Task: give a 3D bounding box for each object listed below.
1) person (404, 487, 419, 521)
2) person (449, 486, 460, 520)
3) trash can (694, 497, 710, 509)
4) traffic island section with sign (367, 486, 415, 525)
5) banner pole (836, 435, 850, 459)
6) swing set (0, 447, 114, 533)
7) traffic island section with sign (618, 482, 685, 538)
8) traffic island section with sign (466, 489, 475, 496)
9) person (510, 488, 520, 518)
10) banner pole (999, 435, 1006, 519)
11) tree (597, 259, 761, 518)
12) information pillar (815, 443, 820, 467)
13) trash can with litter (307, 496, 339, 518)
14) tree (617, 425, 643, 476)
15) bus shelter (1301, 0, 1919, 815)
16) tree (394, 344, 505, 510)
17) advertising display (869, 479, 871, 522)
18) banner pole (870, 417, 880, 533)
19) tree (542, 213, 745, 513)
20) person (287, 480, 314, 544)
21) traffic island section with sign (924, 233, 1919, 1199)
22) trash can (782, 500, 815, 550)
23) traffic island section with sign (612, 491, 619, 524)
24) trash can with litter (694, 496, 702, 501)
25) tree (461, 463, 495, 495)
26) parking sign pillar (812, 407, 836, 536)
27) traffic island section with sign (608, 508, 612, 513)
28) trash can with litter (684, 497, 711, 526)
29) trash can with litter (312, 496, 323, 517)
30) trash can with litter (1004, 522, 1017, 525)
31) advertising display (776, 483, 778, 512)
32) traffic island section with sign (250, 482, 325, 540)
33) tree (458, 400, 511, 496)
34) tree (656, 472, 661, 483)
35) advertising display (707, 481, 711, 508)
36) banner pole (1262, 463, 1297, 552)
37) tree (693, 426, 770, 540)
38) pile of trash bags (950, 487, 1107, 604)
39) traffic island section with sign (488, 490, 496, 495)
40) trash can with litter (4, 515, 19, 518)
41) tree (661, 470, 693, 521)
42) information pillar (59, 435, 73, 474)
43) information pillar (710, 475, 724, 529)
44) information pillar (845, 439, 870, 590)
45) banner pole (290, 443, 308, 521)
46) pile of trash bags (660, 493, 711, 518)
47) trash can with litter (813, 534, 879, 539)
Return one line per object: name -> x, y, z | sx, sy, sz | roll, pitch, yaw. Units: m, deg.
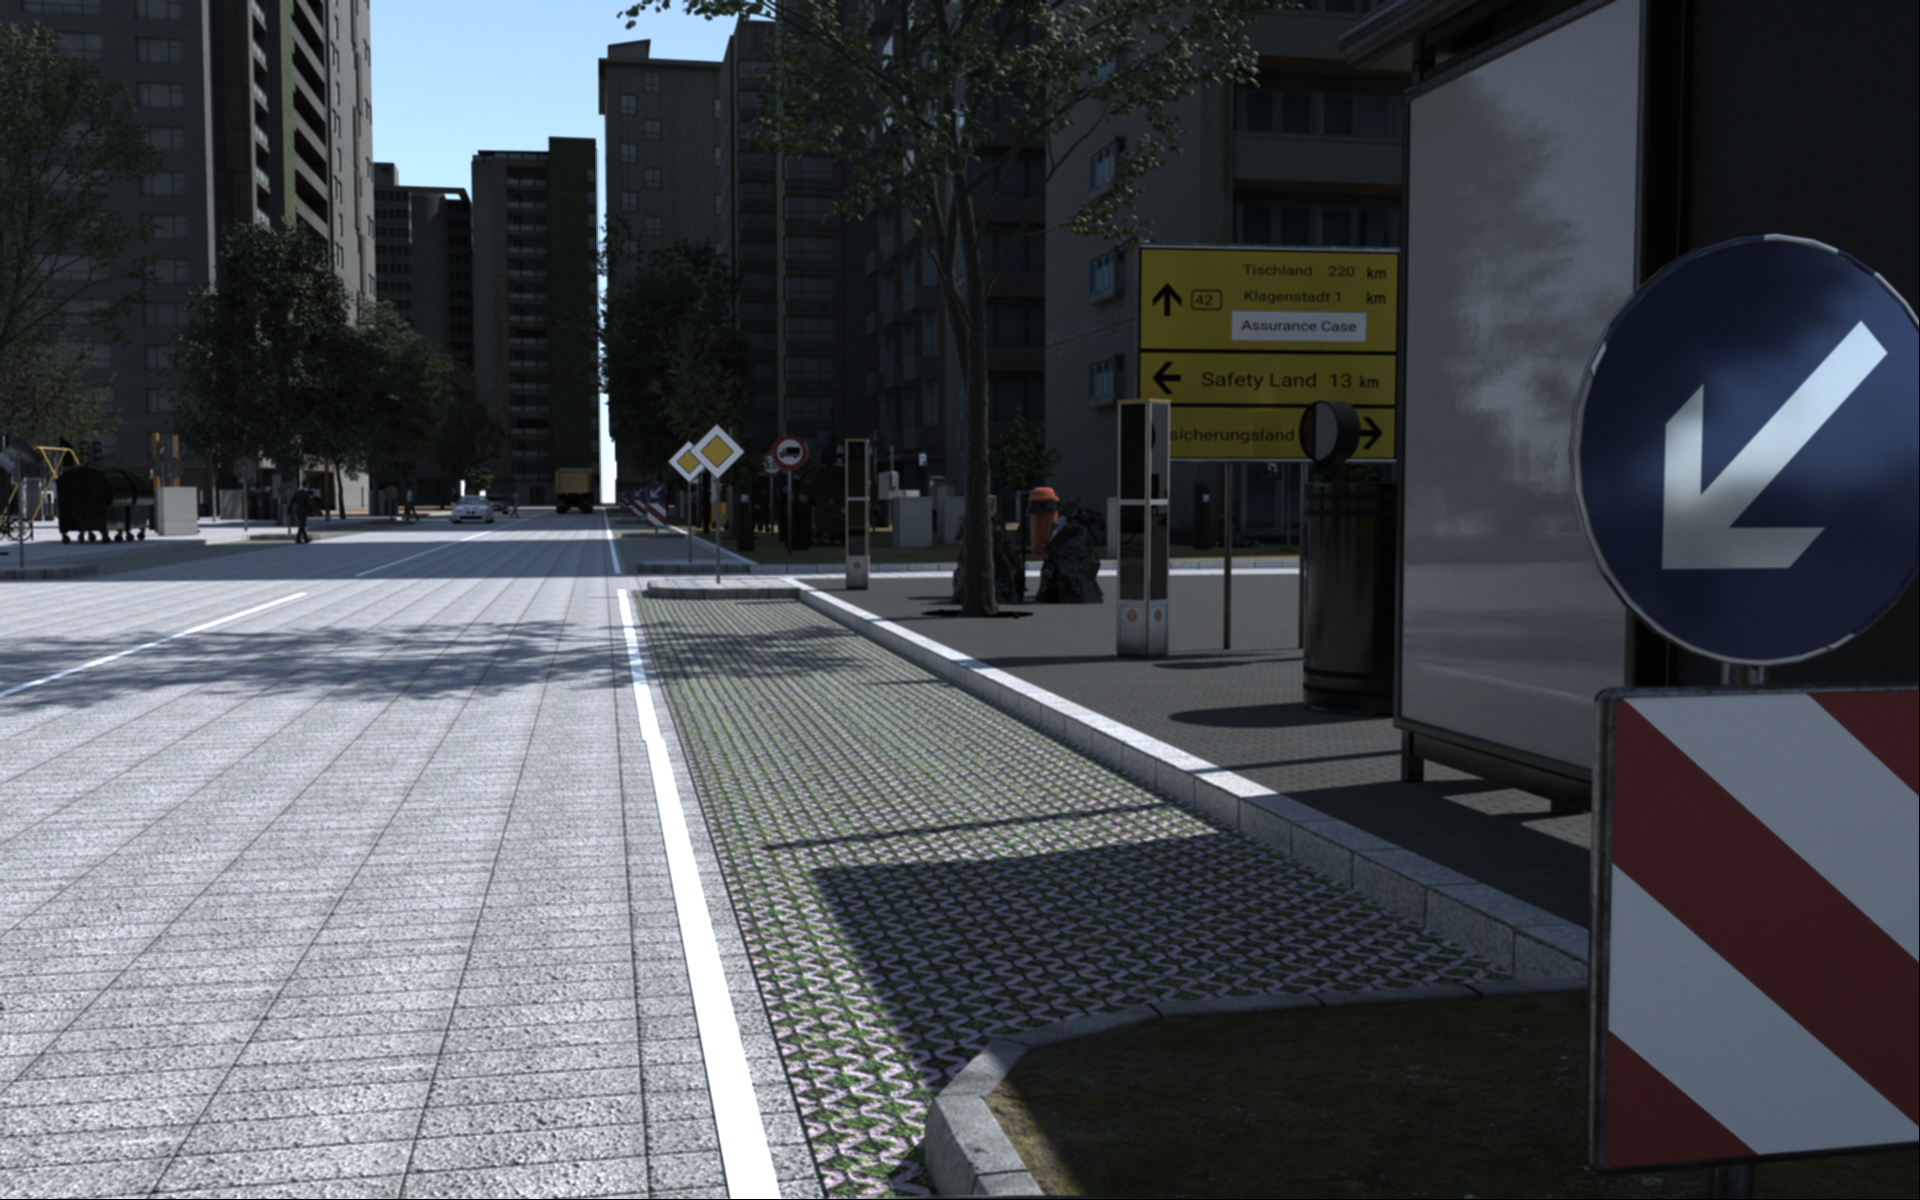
person -> -28.910, -5.058, 91.297 | 0.850, 1.850, 0.679 | 1, 4, 16
person -> -26.997, -5.155, 92.566 | 0.755, 1.850, 0.659 | -2, 4, -32
trash can -> -11.538, -4.027, 77.489 | 0.748, 1.137, 0.748 | 0, 3, 0
traffic island section with sign -> -26.670, -4.444, 81.281 | 1.989, 1.847, 2.006 | -1, 4, -12
banner pole -> -4.962, -5.111, 73.576 | 0.863, 3.779, 0.401 | 0, 4, 0
swing set -> -30.526, -3.711, 58.300 | 2.862, 2.851, 3.119 | -1, 4, -9
traffic island section with sign -> -10.093, -2.948, 56.833 | 1.989, 1.847, 2.006 | -1, 4, -12
traffic island section with sign -> -36.932, -7.474, 130.825 | 1.989, 1.847, 2.006 | -1, 4, -12
person -> -26.697, -5.816, 103.693 | 0.778, 1.811, 0.616 | 2, 4, 31
banner pole -> 1.943, -5.136, 73.986 | 0.863, 3.779, 0.401 | -1, 4, -8
tree -> -15.142, -11.442, 93.731 | 9.857, 13.997, 8.962 | 0, 3, 0
information pillar -> -6.026, -5.081, 74.434 | 0.504, 3.616, 0.183 | 3, 5, 43
trash can with litter -> -34.728, -5.036, 93.403 | 2.233, 1.210, 1.678 | -1, 4, -10
tree -> -27.962, -12.428, 153.556 | 4.737, 8.622, 4.395 | 0, 3, 0
bus shelter -> 3.046, -1.756, 6.335 | 2.179, 5.291, 8.768 | -1, 4, -12
tree -> -42.436, -14.152, 141.750 | 12.009, 13.543, 11.850 | 0, 3, 0
advertising display -> -3.862, -4.169, 73.370 | 0.123, 1.923, 0.974 | 0, 4, 1
banner pole -> -2.765, -4.052, 56.260 | 0.401, 3.779, 0.863 | -1, 4, -12
tree -> -21.380, -16.047, 118.261 | 12.611, 20.169, 13.585 | 0, 3, 0
person -> -19.032, -2.567, 50.250 | 0.659, 1.850, 0.755 | 2, 4, 27
traffic island section with sign -> 0.984, 0.319, 3.406 | 1.989, 1.847, 2.006 | -1, 4, -12
trash can -> -3.694, -1.708, 39.578 | 0.748, 1.137, 0.748 | 0, 3, 0
traffic island section with sign -> -15.560, -4.563, 83.230 | 1.989, 1.847, 2.006 | -1, 4, -12
trash can with litter -> -12.400, -4.523, 85.014 | 2.233, 1.210, 1.678 | 0, 4, -5
tree -> -49.127, -11.799, 176.623 | 4.285, 4.588, 4.351 | 0, 3, 0
parking sign pillar -> -4.013, -3.946, 52.989 | 1.447, 3.967, 1.447 | 0, 4, -7
traffic island section with sign -> -25.721, -7.561, 132.247 | 1.989, 1.847, 2.006 | -1, 4, -12
trash can with litter -> -10.438, -3.519, 68.919 | 1.055, 1.170, 0.624 | 1, 4, 12
trash can with litter -> -35.772, -5.189, 96.225 | 0.624, 1.170, 1.055 | 0, 4, -6
trash can with litter -> 1.238, -3.705, 71.634 | 2.233, 1.210, 1.678 | 1, 4, 9
advertising display -> -10.198, -5.838, 100.658 | 0.974, 1.923, 0.123 | 0, 4, -1
traffic island section with sign -> -21.099, -2.801, 54.420 | 1.989, 1.847, 2.006 | -1, 4, -12
tree -> -46.421, -13.928, 162.127 | 8.767, 10.594, 7.601 | -1, 4, -18
tree -> -23.460, -8.648, 135.989 | 1.663, 3.219, 1.824 | 0, 3, 0
advertising display -> -12.176, -4.986, 86.732 | 0.974, 1.923, 0.123 | -1, 4, -22
banner pole -> 7.146, -2.982, 38.768 | 0.863, 3.779, 0.401 | 2, 4, 30
tree -> -6.372, -3.336, 49.151 | 1.663, 3.219, 1.824 | 0, 3, 0
pile of trash bags -> 0.910, -0.734, 21.747 | 1.912, 1.369, 3.447 | 0, 4, 7
traffic island section with sign -> -42.481, -9.104, 157.485 | 1.989, 1.847, 2.006 | -1, 4, -12
trash can with litter -> -51.019, -5.105, 94.525 | 2.233, 1.210, 1.678 | -2, 4, -34
tree -> -12.657, -5.310, 81.414 | 1.663, 3.219, 1.824 | 0, 3, 0
information pillar -> -35.216, -4.706, 68.297 | 0.504, 3.616, 0.183 | 0, 4, -3
information pillar -> -8.957, -4.435, 63.873 | 0.504, 3.616, 0.183 | 1, 4, 9
information pillar -> -1.374, -1.147, 23.242 | 0.304, 2.012, 0.304 | 0, 4, 1
banner pole -> -31.969, -5.729, 83.680 | 0.863, 3.779, 0.401 | -3, 4, -38
pile of trash bags -> -15.435, -5.333, 96.945 | 3.447, 1.369, 1.912 | 2, 4, 27
trash can with litter -> -3.498, -2.379, 49.957 | 2.233, 1.210, 1.678 | 0, 4, 3
